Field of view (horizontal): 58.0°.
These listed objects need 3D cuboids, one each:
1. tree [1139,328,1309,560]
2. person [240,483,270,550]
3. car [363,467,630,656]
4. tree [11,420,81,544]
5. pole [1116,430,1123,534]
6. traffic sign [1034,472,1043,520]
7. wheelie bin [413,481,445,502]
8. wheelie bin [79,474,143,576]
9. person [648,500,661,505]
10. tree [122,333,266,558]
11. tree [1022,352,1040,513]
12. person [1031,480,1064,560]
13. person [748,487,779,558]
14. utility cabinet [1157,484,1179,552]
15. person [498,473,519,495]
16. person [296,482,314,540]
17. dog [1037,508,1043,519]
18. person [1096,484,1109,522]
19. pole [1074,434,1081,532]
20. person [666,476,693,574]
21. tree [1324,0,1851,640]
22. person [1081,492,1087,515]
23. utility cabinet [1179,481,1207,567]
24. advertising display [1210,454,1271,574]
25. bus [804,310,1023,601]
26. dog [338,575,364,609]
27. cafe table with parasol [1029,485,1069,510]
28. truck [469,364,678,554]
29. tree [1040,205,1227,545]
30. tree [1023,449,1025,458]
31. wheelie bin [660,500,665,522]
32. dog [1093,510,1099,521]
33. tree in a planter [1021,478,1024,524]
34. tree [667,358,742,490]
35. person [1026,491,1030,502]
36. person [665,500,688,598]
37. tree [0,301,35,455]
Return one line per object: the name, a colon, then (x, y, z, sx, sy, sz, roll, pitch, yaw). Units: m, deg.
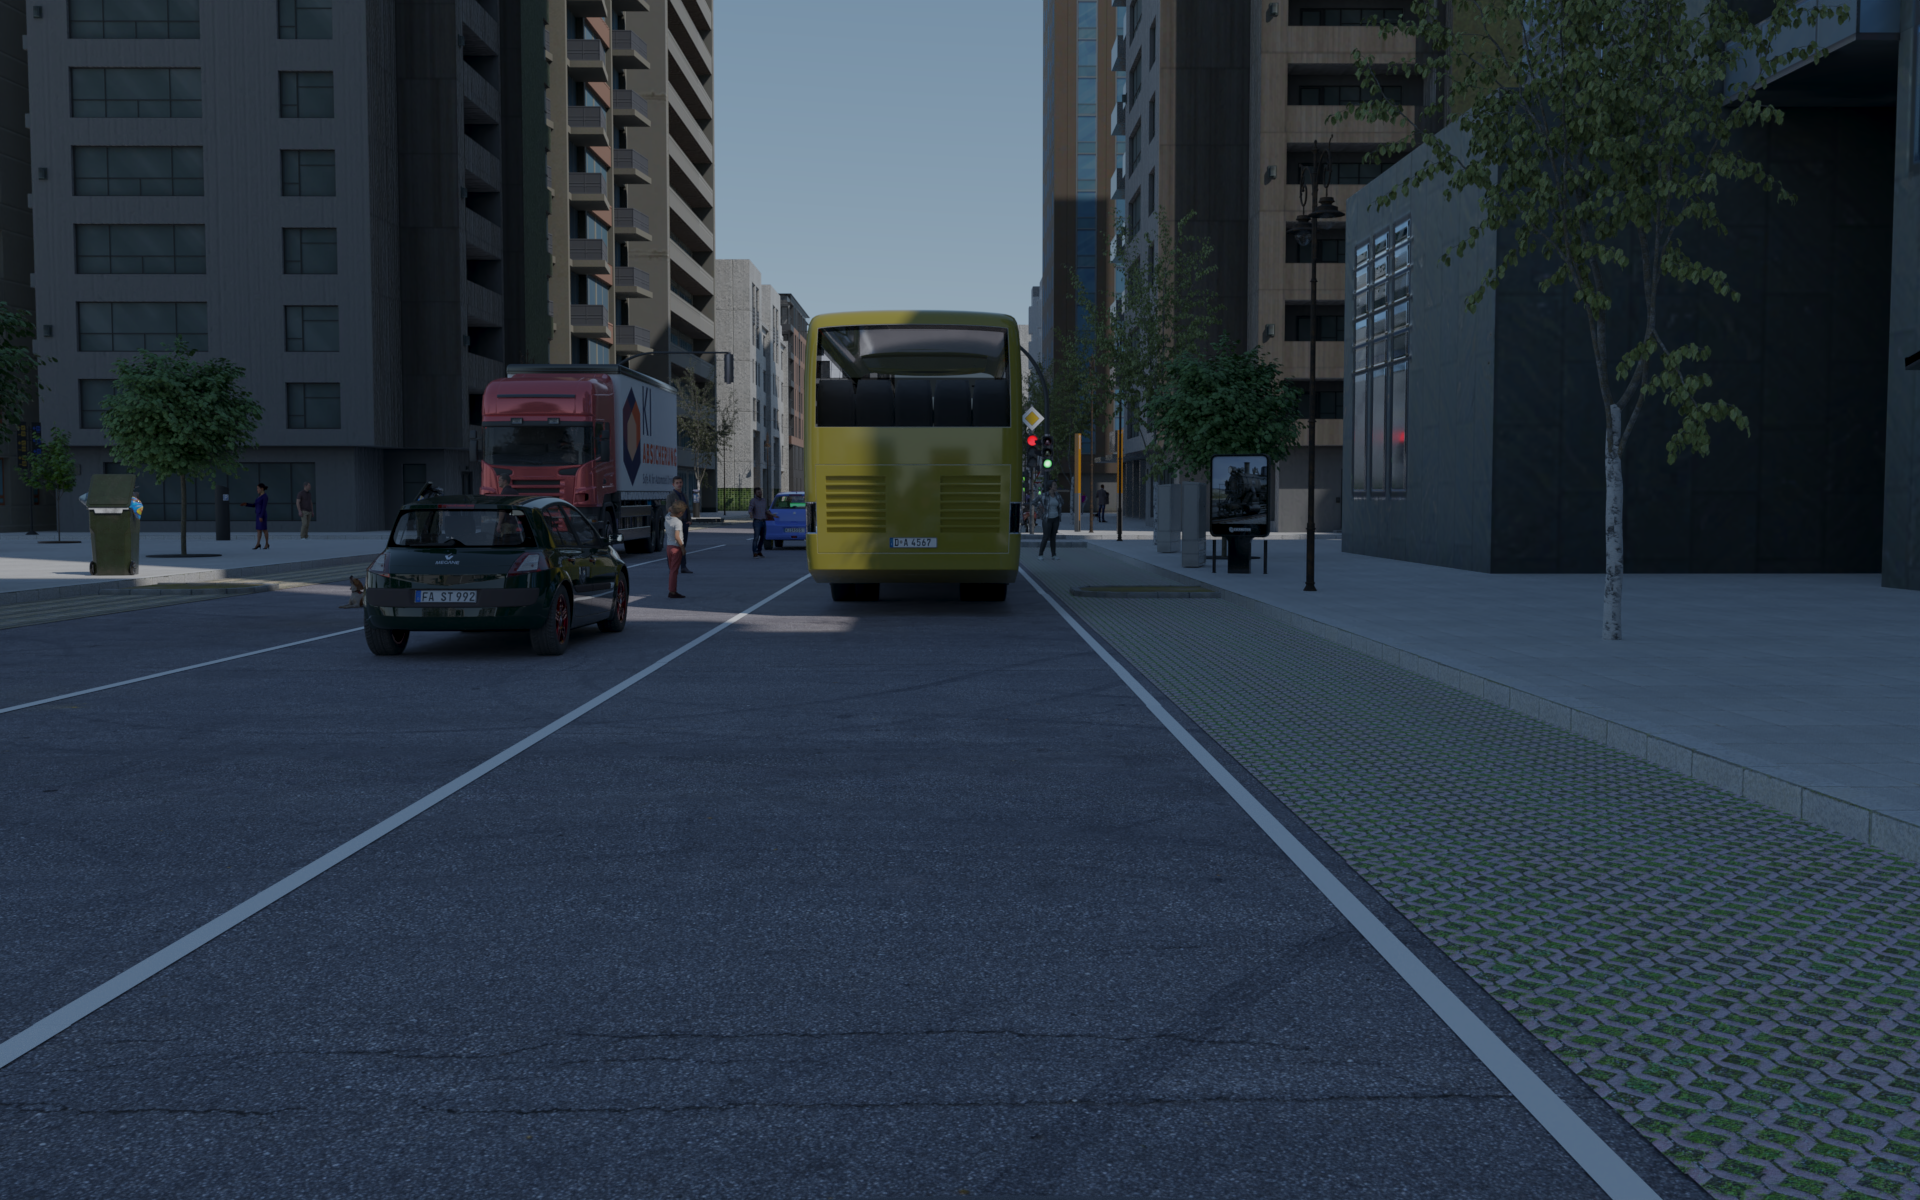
tree: (5.261, -3.106, 34.505, 4.285, 4.588, 4.351, 0, 3, 0)
person: (-16.225, -1.930, 39.968, 0.453, 1.535, 0.546, 2, 4, 29)
car: (-4.363, -0.426, 16.759, 2.009, 1.686, 4.222, 0, 4, 0)
tree: (-23.565, -3.103, 45.331, 1.663, 3.219, 1.824, 0, 3, 0)
pole: (5.081, -3.747, 55.107, 0.158, 3.312, 0.155, 0, 3, 0)
traffic sign: (4.022, -5.211, 85.211, 0.884, 2.594, 0.081, 1, 4, 8)
wheelie bin: (-13.331, -2.181, 43.565, 0.693, 1.594, 0.980, 0, 4, -7)
wheelie bin: (-13.398, -1.192, 27.405, 0.980, 1.594, 0.693, -1, 4, -9)
person: (-8.246, -2.223, 46.545, 0.444, 1.614, 0.593, -1, 4, -11)
tree: (-15.892, -3.157, 35.333, 4.285, 4.588, 4.351, 0, 3, 0)
tree: (4.677, -7.516, 73.247, 4.737, 8.622, 4.395, 0, 3, 0)
person: (1.950, -1.732, 37.540, 0.841, 1.734, 0.376, -2, 4, -26)
person: (-4.488, -1.729, 38.736, 0.435, 1.587, 0.963, 2, 4, 31)
utility cabinet: (4.585, -1.795, 38.026, 0.318, 1.500, 1.173, 1, 4, 18)
person: (-8.229, -1.396, 31.459, 0.434, 1.807, 0.598, 2, 4, 25)
person: (-19.964, -2.707, 52.885, 0.434, 1.807, 0.598, 2, 4, 31)
dog: (4.047, -4.581, 89.281, 0.800, 0.831, 0.513, 0, 4, -2)
person: (6.465, -4.368, 78.274, 0.431, 1.722, 0.655, -3, 5, -41)
pole: (3.978, -3.957, 58.535, 0.158, 3.312, 0.155, 0, 3, 0)
person: (-4.976, -1.349, 31.086, 0.617, 1.759, 0.750, -3, 4, -37)
tree: (5.555, -3.948, 14.908, 4.737, 8.622, 4.395, 0, 3, 0)
person: (7.651, -6.053, 108.245, 0.726, 1.435, 0.776, 2, 4, 30)
utility cabinet: (4.148, -1.339, 30.572, 0.318, 1.500, 1.173, 1, 4, 14)
advertising display: (4.509, -1.387, 27.899, 0.974, 1.923, 0.123, 2, 4, 25)
bus: (-0.553, -2.105, 25.965, 2.896, 3.916, 12.252, 0, 4, 0)
dog: (-7.475, -0.108, 21.961, 0.748, 0.427, 0.550, -1, 4, -14)
cafe table with parasol: (5.609, -6.415, 109.753, 2.610, 1.966, 2.610, 1, 4, 10)
truck: (-8.548, -3.103, 39.643, 2.839, 4.237, 11.283, 0, 4, 0)
tree: (4.714, -5.688, 43.366, 4.737, 8.622, 4.395, 0, 3, 0)
tree: (3.766, -12.148, 148.978, 4.360, 8.622, 3.978, 0, 3, 0)
wheelie bin: (-13.634, -4.279, 77.875, 0.693, 1.594, 0.980, 1, 4, 10)
dog: (6.576, -4.108, 83.999, 0.406, 0.507, 0.540, 1, 4, 14)
tree in a planter: (2.118, -5.087, 80.394, 1.991, 3.239, 1.994, 0, 4, 0)
tree: (-14.028, -8.803, 94.294, 4.360, 8.622, 3.978, 0, 3, 0)
person: (3.840, -5.280, 95.603, 0.421, 1.427, 0.697, -1, 4, -14)
person: (-3.919, -0.703, 23.901, 0.435, 1.345, 0.340, 3, 5, 40)
tree: (-13.692, -2.388, 22.762, 4.285, 4.588, 4.351, 0, 3, 0)
